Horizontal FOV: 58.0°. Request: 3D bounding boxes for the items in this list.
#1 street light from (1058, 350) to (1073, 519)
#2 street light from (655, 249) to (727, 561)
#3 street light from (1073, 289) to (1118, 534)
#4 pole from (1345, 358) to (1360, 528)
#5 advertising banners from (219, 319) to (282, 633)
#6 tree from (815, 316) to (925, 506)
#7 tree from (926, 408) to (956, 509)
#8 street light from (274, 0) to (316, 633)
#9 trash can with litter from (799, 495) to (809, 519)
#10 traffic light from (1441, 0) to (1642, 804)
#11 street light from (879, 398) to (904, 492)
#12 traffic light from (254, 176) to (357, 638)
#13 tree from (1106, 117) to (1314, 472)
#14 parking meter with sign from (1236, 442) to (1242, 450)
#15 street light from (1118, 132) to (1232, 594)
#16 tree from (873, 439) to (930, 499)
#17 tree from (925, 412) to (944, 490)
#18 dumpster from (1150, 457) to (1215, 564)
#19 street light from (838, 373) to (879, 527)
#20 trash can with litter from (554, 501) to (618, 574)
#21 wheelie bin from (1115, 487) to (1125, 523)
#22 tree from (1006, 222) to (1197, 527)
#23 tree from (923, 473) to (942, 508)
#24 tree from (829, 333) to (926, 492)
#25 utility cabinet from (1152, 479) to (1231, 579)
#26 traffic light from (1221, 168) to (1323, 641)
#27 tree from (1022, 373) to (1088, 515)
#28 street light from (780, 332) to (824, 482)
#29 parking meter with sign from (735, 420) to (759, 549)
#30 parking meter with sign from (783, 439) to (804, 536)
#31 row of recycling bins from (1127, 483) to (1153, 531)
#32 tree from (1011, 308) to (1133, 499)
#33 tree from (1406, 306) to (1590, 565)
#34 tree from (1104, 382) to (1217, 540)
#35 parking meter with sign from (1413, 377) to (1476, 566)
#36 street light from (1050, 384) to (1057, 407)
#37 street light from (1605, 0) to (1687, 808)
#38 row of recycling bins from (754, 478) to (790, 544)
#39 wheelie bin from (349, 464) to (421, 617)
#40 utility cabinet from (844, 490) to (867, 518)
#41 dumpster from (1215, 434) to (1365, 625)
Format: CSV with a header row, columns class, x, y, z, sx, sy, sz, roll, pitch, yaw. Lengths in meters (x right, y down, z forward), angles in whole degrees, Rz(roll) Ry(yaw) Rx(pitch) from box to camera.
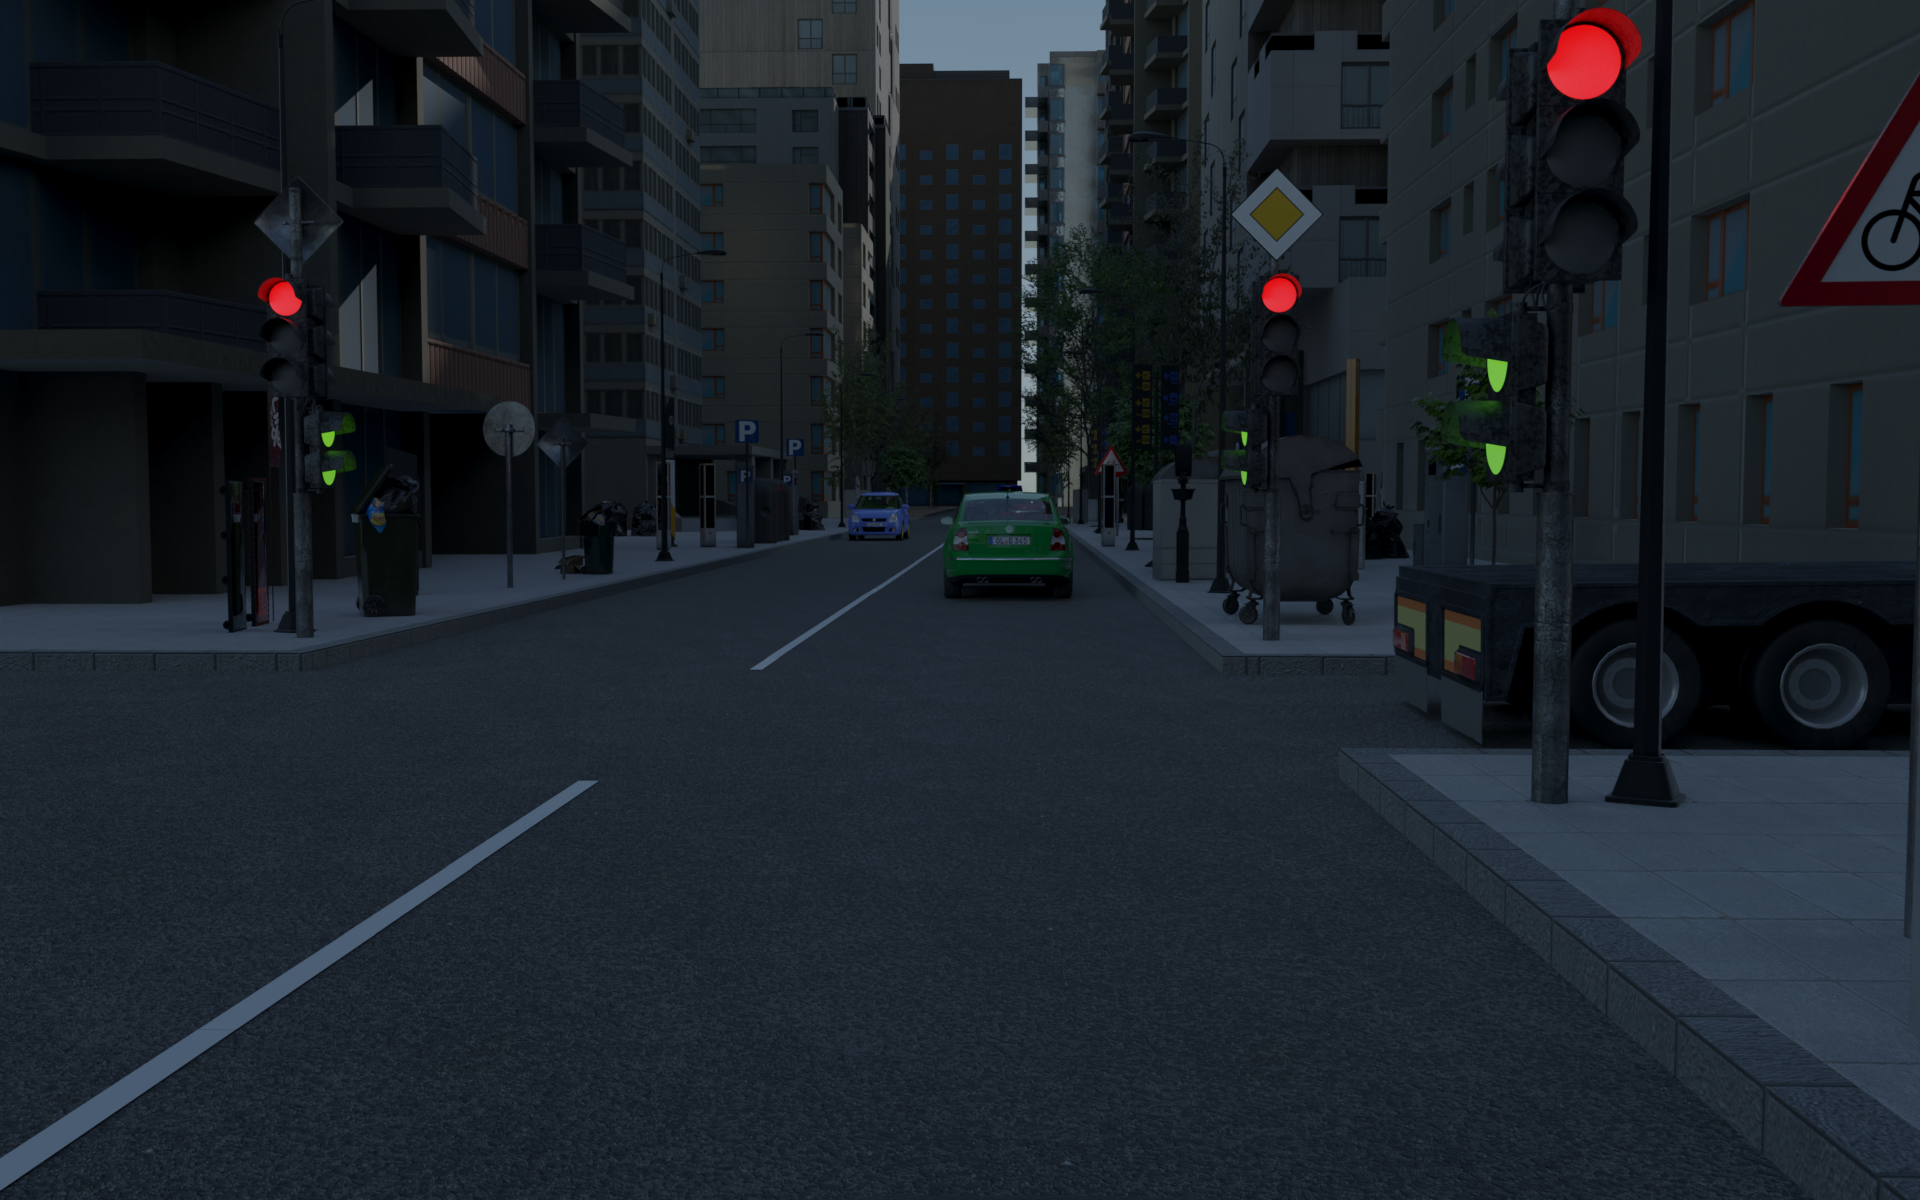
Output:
class,x,y,z,sx,sy,sz,roll,pitch,yaw
street light,4.003,-5.108,56.055,1.470,5.913,1.316,0,4,2
street light,-5.119,-3.696,32.973,1.470,5.913,1.316,0,4,2
street light,3.384,-4.082,39.283,1.470,5.913,1.316,0,4,2
pole,5.930,-1.979,26.199,0.158,3.312,0.155,0,3,0
advertising banners,-6.852,-1.264,16.851,0.090,3.025,2.074,0,4,-7
tree,-4.319,-7.471,72.513,4.737,8.622,4.395,0,3,0
tree,-2.466,-12.144,148.922,4.360,8.622,3.978,0,3,0
street light,-5.653,-2.653,15.923,1.470,5.913,1.316,0,4,2
trash can with litter,-8.228,-4.642,86.949,2.233,1.210,1.678,-1,4,-20
traffic light,2.443,-1.113,7.119,0.839,4.253,0.868,0,4,2
street light,-3.383,-6.803,83.774,1.470,5.913,1.316,0,4,2
traffic light,-5.841,-1.618,15.375,0.839,4.253,0.868,0,4,2
tree,4.767,-5.180,35.052,4.360,8.622,3.978,0,3,0
parking meter with sign,10.109,-3.766,57.843,1.738,3.016,0.543,0,4,-4
street light,2.850,-3.047,22.363,1.470,5.913,1.316,0,4,2
tree,-3.479,-7.081,99.493,4.285,4.588,4.351,0,3,0
tree,-3.339,-9.843,111.294,4.737,8.622,4.395,0,3,0
dumpster,3.782,-1.372,28.187,1.264,1.857,1.865,0,4,2
street light,-4.008,-5.749,66.534,1.470,5.913,1.316,0,4,2
trash can with litter,-6.018,-1.001,27.751,1.055,1.170,0.624,1,4,22
wheelie bin,6.805,-4.202,76.615,0.980,1.594,0.693,-3,4,-38
tree,5.516,-8.675,67.584,9.928,11.665,9.643,0,3,0
tree,-2.352,-10.224,161.765,1.663,3.219,1.824,0,3,0
tree,-4.048,-7.867,78.984,4.360,8.622,3.978,0,3,0
utility cabinet,3.475,-1.055,25.924,1.173,1.500,0.318,-1,4,-19
traffic light,2.716,-1.601,15.099,0.839,4.253,0.868,0,4,2
tree,6.025,-9.437,104.654,4.737,8.622,4.395,0,3,0
street light,-4.586,-4.723,49.761,1.470,5.913,1.316,0,4,2
parking meter with sign,-5.131,-2.764,41.457,0.543,3.016,1.738,-1,4,-10
parking meter with sign,-5.321,-3.522,53.846,0.543,3.016,1.738,1,4,9
row of recycling bins,7.323,-3.289,60.896,3.534,1.692,1.069,3,5,44
tree,6.015,-9.047,82.324,7.601,10.594,8.767,1,4,15
tree,5.441,-1.433,18.038,1.663,3.219,1.824,0,3,0
tree,5.573,-3.981,48.798,4.285,4.588,4.351,0,3,0
parking meter with sign,7.344,-1.823,26.066,0.543,3.016,1.738,-1,4,-10
street light,4.589,-6.165,73.332,1.470,5.913,1.316,0,4,2
street light,2.334,-2.114,7.104,1.470,5.913,1.316,0,4,2
row of recycling bins,-5.214,-2.408,46.477,1.069,1.692,3.534,0,4,2
wheelie bin,-6.070,-0.639,18.350,0.693,1.594,0.980,-2,4,-25
utility cabinet,-5.445,-5.018,90.715,1.173,1.500,0.318,0,4,8
dumpster,3.367,-0.727,17.646,1.264,1.857,1.865,0,4,2
